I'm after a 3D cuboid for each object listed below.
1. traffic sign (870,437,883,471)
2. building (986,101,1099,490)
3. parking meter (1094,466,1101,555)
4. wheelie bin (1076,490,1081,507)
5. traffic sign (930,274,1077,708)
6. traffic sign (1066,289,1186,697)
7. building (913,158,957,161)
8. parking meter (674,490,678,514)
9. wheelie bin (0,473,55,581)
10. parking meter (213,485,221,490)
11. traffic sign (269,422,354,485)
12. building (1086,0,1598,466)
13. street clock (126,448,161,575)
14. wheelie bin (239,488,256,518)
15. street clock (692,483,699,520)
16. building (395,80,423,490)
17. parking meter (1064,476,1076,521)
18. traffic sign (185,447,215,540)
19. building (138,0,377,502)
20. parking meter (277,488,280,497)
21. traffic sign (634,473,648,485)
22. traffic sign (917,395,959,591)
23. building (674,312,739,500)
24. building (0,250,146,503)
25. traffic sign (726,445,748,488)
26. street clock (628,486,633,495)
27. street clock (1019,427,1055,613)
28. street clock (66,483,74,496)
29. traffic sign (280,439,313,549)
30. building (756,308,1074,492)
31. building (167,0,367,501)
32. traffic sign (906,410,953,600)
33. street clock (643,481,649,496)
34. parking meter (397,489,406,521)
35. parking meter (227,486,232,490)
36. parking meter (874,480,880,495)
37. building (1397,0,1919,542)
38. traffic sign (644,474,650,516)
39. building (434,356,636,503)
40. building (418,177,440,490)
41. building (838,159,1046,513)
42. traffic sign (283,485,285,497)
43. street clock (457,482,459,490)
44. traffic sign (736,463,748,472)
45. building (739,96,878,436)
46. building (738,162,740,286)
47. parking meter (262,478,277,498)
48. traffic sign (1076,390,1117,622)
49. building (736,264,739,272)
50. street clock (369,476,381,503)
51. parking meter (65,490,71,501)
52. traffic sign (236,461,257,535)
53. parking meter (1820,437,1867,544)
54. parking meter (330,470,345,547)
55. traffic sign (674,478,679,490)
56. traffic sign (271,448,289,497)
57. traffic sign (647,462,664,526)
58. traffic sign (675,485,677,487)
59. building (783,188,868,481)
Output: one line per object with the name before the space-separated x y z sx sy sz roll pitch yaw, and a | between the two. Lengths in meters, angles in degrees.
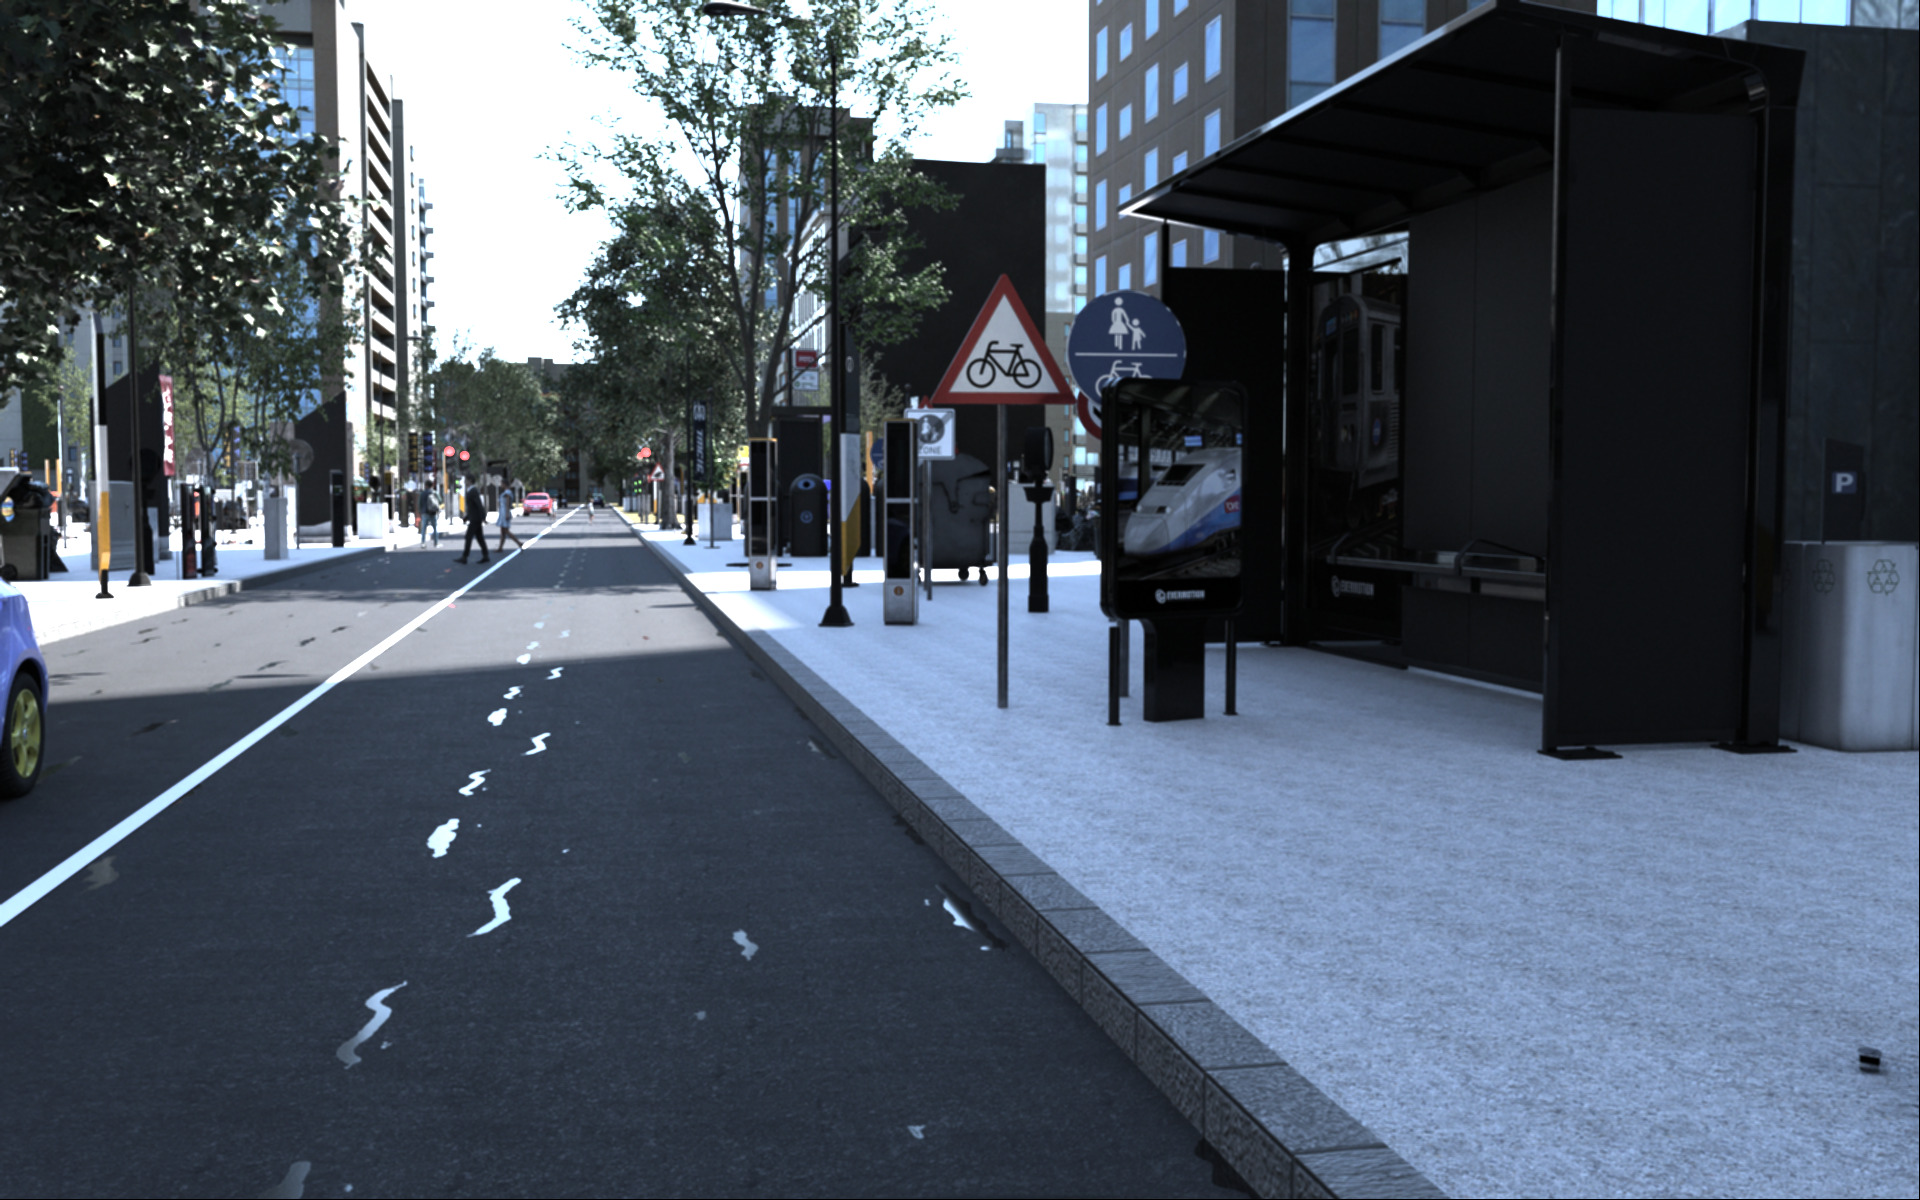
traffic sign | -1.616 -2.351 38.551 0.768 2.556 0.104 0 4 -3
building | 19.100 -36.297 213.063 30.456 49.044 23.786 -1 4 -12
parking meter | 3.024 -1.867 36.236 0.399 1.863 0.255 3 5 42
wheelie bin | 8.357 -7.233 126.171 0.980 1.594 0.693 1 4 19
traffic sign | 0.256 -0.631 10.328 0.884 2.594 0.081 -1 4 -10
traffic sign | 1.031 -0.660 10.901 0.768 2.556 0.104 0 4 -8
building | -3.720 -32.419 213.647 14.086 41.232 14.154 -1 4 -12
parking meter | -18.532 -6.385 112.803 0.372 1.533 0.369 0 3 0
wheelie bin | -13.937 -1.097 25.848 0.693 1.594 0.980 -1 4 -13
parking meter | -46.658 -6.305 108.802 0.255 1.863 0.399 3 4 36
traffic sign | -18.229 -3.355 48.721 2.265 3.308 0.079 0 4 -7
building | 12.589 -24.679 53.611 14.600 45.320 14.200 -1 4 -12
street clock | -12.881 -1.394 27.370 0.471 2.002 0.358 -3 5 -41
wheelie bin | -38.811 -5.294 94.467 0.980 1.594 0.693 -1 4 -23
street clock | -12.866 -4.887 84.471 0.358 2.002 0.471 1 4 20
building | -72.924 -34.972 195.488 21.600 48.544 21.300 -1 4 -12
parking meter | 3.574 -3.082 56.109 0.255 1.863 0.399 -2 4 -26
traffic sign | -20.660 -2.874 47.094 0.768 2.556 0.104 0 4 -5
building | -67.938 -33.428 170.257 21.300 48.544 21.600 -1 4 -12
parking meter | -29.688 -4.091 75.293 0.372 1.533 0.369 0 3 0
traffic sign | -18.064 -5.994 98.107 0.768 2.556 0.104 0 4 -8
traffic sign | -0.454 -1.400 22.891 0.884 2.594 0.081 0 4 -6
building | -40.071 -29.666 256.745 14.107 30.474 14.160 -1 4 -12
building | -98.070 -39.641 190.136 28.212 58.520 21.231 -1 4 -12
traffic sign | -8.827 -4.777 71.974 2.265 3.308 0.079 -1 4 -10
street clock | -27.692 -8.629 145.650 0.471 2.002 0.358 3 5 45
street clock | 0.854 -0.869 18.778 0.358 2.002 0.471 1 4 15
street clock | -57.291 -6.542 111.529 0.471 2.002 0.358 2 4 26
traffic sign | -15.409 -2.455 40.239 0.768 2.556 0.104 0 4 -5
building | -5.651 -20.265 176.365 27.650 21.520 28.899 -1 4 -12
building | -60.947 -30.766 153.129 14.600 45.320 14.200 -1 4 -12
traffic sign | -0.368 -1.145 20.848 0.606 2.300 0.079 -1 4 -9
street clock | -17.241 -5.544 95.212 0.358 2.002 0.471 0 4 -2
parking meter | -26.315 -4.478 81.632 0.372 1.533 0.369 0 3 0
parking meter | -49.808 -6.884 118.269 0.399 1.863 0.255 0 4 7
parking meter | -3.392 -4.058 72.061 0.255 1.863 0.399 1 4 13
building | 22.602 -43.180 18.663 22.319 86.520 31.000 -1 4 -12
traffic sign | -18.859 -6.324 103.503 0.768 2.556 0.104 0 4 -5
building | -62.571 -25.355 259.590 28.899 21.520 27.650 -1 4 -12
building | -91.125 -38.575 250.310 30.456 49.044 23.786 -1 4 -12
building | -1.864 -17.965 123.407 12.332 23.373 15.834 -1 4 -12
traffic sign | -22.026 -3.320 56.407 0.606 2.300 0.079 0 4 -3
street clock | -30.142 -6.088 104.107 0.358 2.002 0.471 -2 4 -31
traffic sign | -8.754 -4.309 70.556 0.768 2.556 0.104 0 4 -4
building | -17.324 -33.380 195.876 14.600 45.320 14.200 -1 4 -12
building | -19.825 -32.195 209.988 14.154 41.232 14.086 -1 4 -12
parking meter | -23.163 -3.206 58.128 0.255 1.863 0.399 3 5 42
traffic sign | 1.536 -1.054 17.341 0.768 2.556 0.104 0 4 -4
building | -23.316 -35.323 269.411 23.993 40.220 32.217 -1 4 -12
street clock | -23.140 -3.918 68.631 0.471 2.002 0.358 1 4 22
parking meter | -53.975 -5.897 104.834 0.372 1.533 0.369 0 3 0
traffic sign | -22.149 -3.161 53.807 0.606 2.300 0.079 0 4 -5
parking meter | 9.121 -0.746 17.901 0.399 1.863 0.255 1 4 20
parking meter | -15.069 -2.214 41.912 0.255 1.863 0.399 -2 4 -28
traffic sign | -21.213 -7.853 128.495 0.768 2.556 0.104 0 4 -3
traffic sign | -18.652 -2.904 47.585 0.768 2.556 0.104 0 4 -5
traffic sign | -12.090 -4.251 69.503 0.884 2.594 0.081 0 4 -4
traffic sign | -21.296 -7.846 128.289 0.884 2.594 0.081 -1 4 -12
building | -7.062 -21.151 143.075 12.463 27.353 25.104 -1 4 -12
